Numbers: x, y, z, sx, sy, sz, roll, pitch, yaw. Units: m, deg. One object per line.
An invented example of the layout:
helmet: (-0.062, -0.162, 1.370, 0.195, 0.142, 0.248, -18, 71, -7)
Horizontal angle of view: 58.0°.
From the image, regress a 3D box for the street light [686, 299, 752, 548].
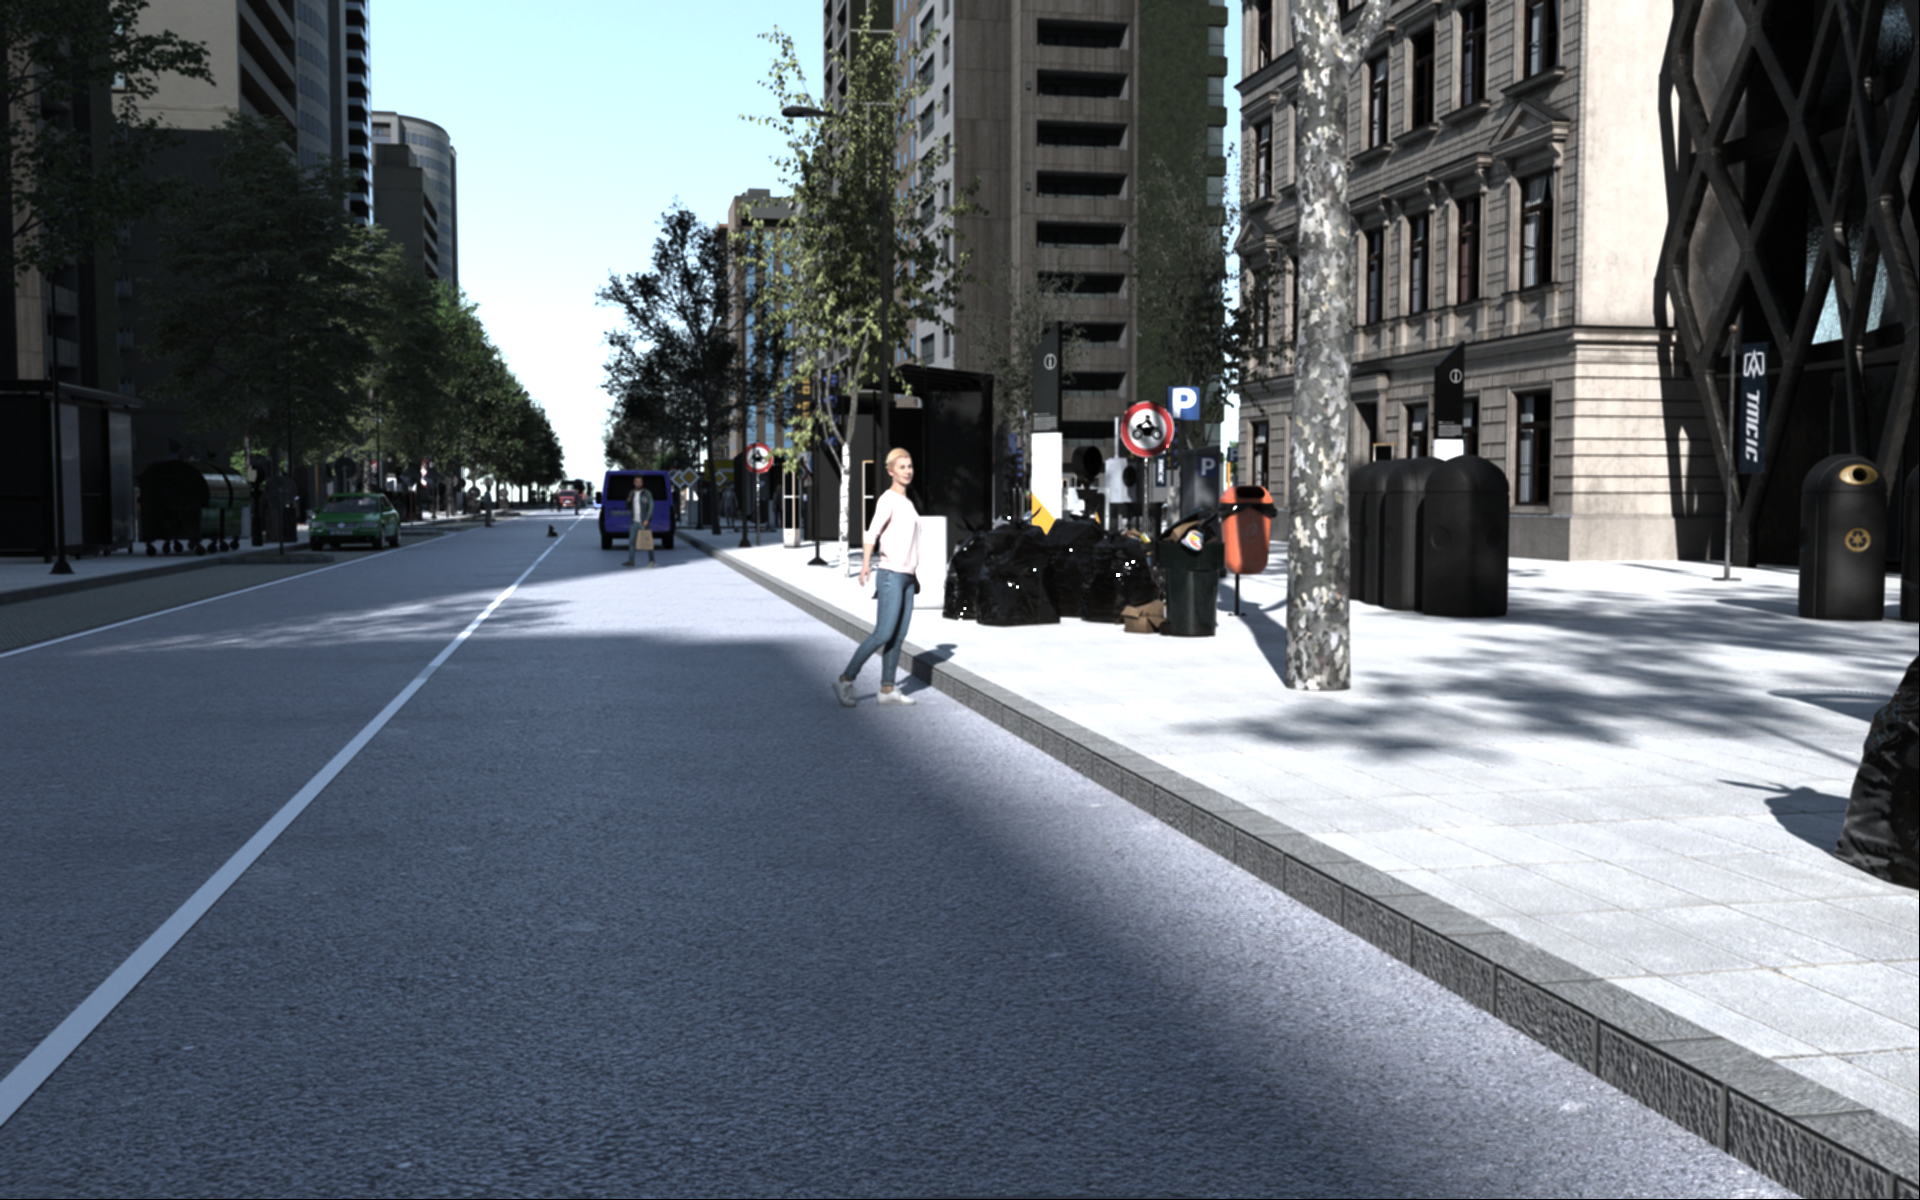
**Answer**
street light: (-5.710, -4.213, 41.432, 1.470, 5.913, 1.316, -1, 4, -12)

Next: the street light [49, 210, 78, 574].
street light: (-13.892, -3.376, 27.738, 1.470, 5.913, 1.316, -1, 4, -12)

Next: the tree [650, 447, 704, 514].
tree: (-18.212, -7.812, 111.440, 4.285, 4.588, 4.351, 0, 3, 0)

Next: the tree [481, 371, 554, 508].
tree: (-40.902, -14.462, 154.575, 7.486, 12.596, 7.792, 0, 3, 0)

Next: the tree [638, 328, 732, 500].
tree: (-11.717, -7.561, 73.989, 4.360, 8.622, 3.978, 0, 3, 0)

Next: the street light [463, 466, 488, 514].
street light: (-30.769, -8.364, 109.298, 1.470, 5.913, 1.316, -1, 4, -12)

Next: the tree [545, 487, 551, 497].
tree: (-65.577, -19.859, 275.048, 4.737, 8.622, 4.395, 0, 3, 0)

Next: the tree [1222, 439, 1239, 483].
tree: (14.548, -6.241, 85.761, 4.285, 4.588, 4.351, 0, 3, 0)

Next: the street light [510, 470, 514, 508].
street light: (-37.561, -10.390, 142.416, 1.470, 5.913, 1.316, -1, 4, -12)

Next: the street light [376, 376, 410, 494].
street light: (-22.229, -5.831, 67.883, 1.470, 5.913, 1.316, -1, 4, -12)

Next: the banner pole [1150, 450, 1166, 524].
banner pole: (8.396, -5.121, 73.751, 0.863, 3.779, 0.401, 0, 4, -1)

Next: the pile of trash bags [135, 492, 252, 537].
pile of trash bags: (-22.901, -2.580, 51.939, 3.447, 1.369, 1.912, 0, 4, -8)

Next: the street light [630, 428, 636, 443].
street light: (-22.308, -9.153, 122.195, 1.470, 5.913, 1.316, -1, 4, -12)

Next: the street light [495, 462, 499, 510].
street light: (-34.869, -9.616, 129.760, 1.470, 5.913, 1.316, -1, 4, -12)

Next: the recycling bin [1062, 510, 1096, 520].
recycling bin: (1.683, -0.874, 26.838, 0.722, 1.027, 0.722, 0, 4, -7)

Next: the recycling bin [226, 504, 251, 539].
recycling bin: (-20.726, -2.263, 49.555, 0.722, 1.027, 0.722, -1, 4, -14)

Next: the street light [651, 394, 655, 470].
street light: (-13.727, -6.627, 80.885, 1.470, 5.913, 1.316, -1, 4, -12)

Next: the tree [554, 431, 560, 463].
tree: (-50.697, -17.121, 198.060, 7.486, 12.596, 7.792, 0, 3, 0)

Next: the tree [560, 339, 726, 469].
tree: (-22.019, -13.446, 130.209, 12.009, 13.543, 11.850, 0, 3, 0)

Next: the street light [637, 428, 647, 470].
street light: (-17.947, -7.877, 101.322, 1.470, 5.913, 1.316, -1, 4, -12)

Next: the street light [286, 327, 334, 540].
street light: (-18.087, -4.626, 48.180, 1.470, 5.913, 1.316, -1, 4, -12)

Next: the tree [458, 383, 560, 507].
tree: (-45.795, -16.118, 173.903, 12.009, 13.543, 11.850, 0, 3, 0)

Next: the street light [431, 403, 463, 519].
street light: (-26.451, -7.108, 88.759, 1.470, 5.913, 1.316, -1, 4, -12)

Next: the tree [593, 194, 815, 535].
tree: (-8.050, -7.347, 54.535, 7.601, 10.594, 8.767, 0, 4, -2)

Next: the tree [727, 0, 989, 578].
tree: (-1.689, -4.657, 26.506, 4.737, 8.622, 4.395, 0, 3, 0)

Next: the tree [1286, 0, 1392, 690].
tree: (1.450, -9.409, 9.719, 12.611, 20.169, 13.585, 0, 3, 0)

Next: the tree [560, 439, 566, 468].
tree: (-61.551, -20.578, 254.573, 7.486, 12.596, 7.792, 0, 3, 0)

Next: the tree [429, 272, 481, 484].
tree: (-24.607, -9.465, 72.882, 7.486, 12.596, 7.792, 0, 3, 0)

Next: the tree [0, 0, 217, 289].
tree: (-13.221, -5.831, 21.086, 9.928, 11.665, 9.643, 0, 3, 0)

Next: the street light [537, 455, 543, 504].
street light: (-49.998, -14.146, 203.832, 1.470, 5.913, 1.316, -1, 4, -12)

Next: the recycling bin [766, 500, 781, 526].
recycling bin: (-7.460, -3.556, 70.693, 0.722, 1.027, 0.722, 1, 4, 17)

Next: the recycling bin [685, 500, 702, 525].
recycling bin: (-11.047, -3.651, 72.242, 0.722, 1.027, 0.722, -1, 4, -17)

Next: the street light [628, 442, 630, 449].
street light: (-26.406, -10.409, 142.725, 1.470, 5.913, 1.316, -1, 4, -12)

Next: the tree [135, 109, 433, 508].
tree: (-20.821, -8.205, 52.286, 7.486, 12.596, 7.792, 0, 3, 0)

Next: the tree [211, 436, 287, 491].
tree: (-38.481, -6.816, 95.152, 4.285, 4.588, 4.351, 0, 3, 0)

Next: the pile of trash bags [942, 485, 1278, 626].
pile of trash bags: (1.576, -0.494, 17.824, 3.447, 1.369, 1.912, -1, 4, -9)

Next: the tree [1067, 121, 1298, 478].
tree: (5.057, -5.196, 35.325, 4.360, 8.622, 3.978, 0, 3, 0)

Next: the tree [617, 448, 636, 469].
tree: (-35.395, -14.826, 192.765, 4.737, 8.622, 4.395, 0, 3, 0)

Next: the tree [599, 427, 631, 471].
tree: (-46.602, -19.474, 244.147, 9.928, 11.665, 9.643, 0, 3, 0)

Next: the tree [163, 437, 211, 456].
tree: (-44.527, -7.142, 100.477, 4.285, 4.588, 4.351, 0, 3, 0)

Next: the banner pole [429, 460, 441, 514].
banner pole: (-34.239, -7.514, 112.873, 0.401, 3.779, 0.863, 3, 4, 38)

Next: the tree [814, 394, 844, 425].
tree: (-8.772, -10.369, 119.898, 4.360, 8.622, 3.978, 0, 3, 0)

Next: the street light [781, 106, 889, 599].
street light: (-1.448, -2.964, 21.003, 1.470, 5.913, 1.316, -1, 4, -12)

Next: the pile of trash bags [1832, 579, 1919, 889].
pile of trash bags: (4.827, 0.258, 5.528, 3.447, 1.369, 1.912, -1, 4, -8)

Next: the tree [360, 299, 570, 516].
tree: (-29.702, -11.214, 100.349, 9.611, 12.733, 9.660, 0, 3, 0)

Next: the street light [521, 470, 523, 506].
street light: (-41.626, -11.645, 162.944, 1.470, 5.913, 1.316, -1, 4, -12)

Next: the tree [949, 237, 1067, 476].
tree: (1.918, -6.025, 48.873, 4.360, 8.622, 3.978, 0, 3, 0)

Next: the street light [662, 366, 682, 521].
street light: (-9.880, -5.465, 61.892, 1.470, 5.913, 1.316, -1, 4, -12)

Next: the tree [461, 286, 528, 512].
tree: (-25.647, -9.563, 82.107, 9.928, 11.665, 9.643, 0, 3, 0)

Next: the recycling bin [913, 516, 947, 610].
recycling bin: (-0.524, -0.426, 19.515, 0.722, 1.027, 0.722, 0, 4, -4)
